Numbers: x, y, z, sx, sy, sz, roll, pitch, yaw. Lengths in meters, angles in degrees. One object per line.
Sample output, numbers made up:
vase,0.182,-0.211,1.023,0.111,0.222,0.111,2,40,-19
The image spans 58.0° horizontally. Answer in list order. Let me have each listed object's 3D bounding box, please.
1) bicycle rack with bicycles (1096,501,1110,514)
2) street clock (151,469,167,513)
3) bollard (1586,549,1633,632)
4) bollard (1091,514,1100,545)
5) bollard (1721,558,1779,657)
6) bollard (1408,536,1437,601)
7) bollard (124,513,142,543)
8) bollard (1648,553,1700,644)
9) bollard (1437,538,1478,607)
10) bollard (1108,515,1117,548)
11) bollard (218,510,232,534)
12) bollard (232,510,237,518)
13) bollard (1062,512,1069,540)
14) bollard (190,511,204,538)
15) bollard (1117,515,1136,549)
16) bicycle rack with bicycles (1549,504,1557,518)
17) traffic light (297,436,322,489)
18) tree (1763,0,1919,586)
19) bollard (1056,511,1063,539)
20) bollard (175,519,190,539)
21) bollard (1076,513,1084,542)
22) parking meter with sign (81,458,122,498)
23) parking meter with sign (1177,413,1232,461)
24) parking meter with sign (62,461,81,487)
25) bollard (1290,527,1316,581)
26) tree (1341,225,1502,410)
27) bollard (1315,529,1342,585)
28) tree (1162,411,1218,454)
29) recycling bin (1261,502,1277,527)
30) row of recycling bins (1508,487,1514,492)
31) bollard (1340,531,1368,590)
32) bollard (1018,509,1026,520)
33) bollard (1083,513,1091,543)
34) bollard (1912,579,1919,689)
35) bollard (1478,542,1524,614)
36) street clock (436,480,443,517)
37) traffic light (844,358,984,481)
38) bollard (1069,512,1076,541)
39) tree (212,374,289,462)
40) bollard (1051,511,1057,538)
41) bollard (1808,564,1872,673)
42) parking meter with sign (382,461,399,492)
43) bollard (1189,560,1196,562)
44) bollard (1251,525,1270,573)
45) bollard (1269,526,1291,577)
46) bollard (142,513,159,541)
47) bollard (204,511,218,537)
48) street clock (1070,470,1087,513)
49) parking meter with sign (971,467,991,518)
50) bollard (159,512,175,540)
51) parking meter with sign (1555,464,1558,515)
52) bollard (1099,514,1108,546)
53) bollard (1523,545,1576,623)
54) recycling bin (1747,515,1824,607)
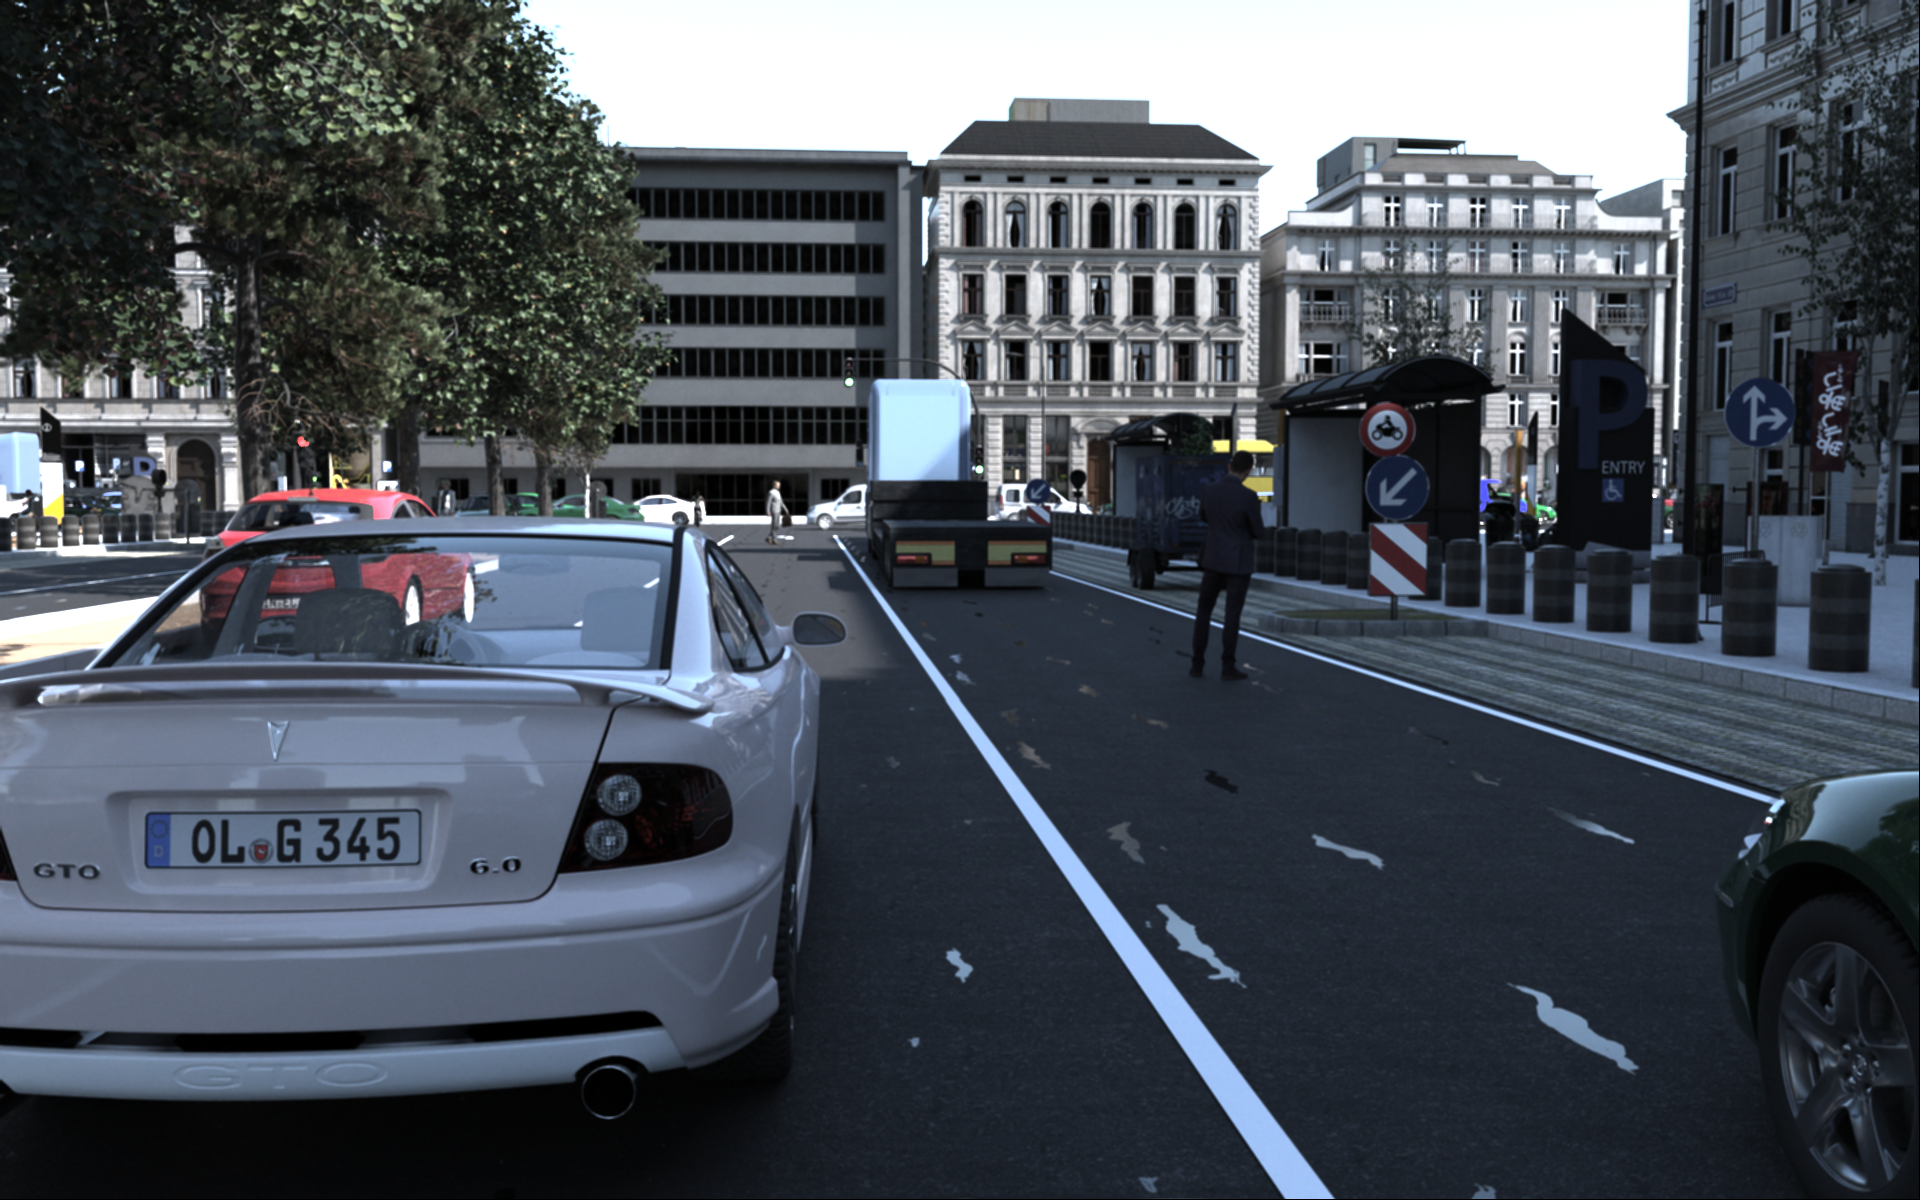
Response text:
bicycle rack with bicycles,8.853,-4.907,93.609,2.925,0.926,2.852,-3,4,-36
street clock,-23.195,-2.791,50.202,0.358,2.002,0.471,0,4,1
bollard,6.086,-0.092,16.229,0.404,0.777,0.398,0,3,0
bollard,3.609,-1.783,43.873,0.404,0.777,0.398,0,3,0
bollard,6.303,0.055,13.824,0.404,0.777,0.398,0,3,0
bollard,5.652,-0.386,21.036,0.404,0.777,0.398,0,3,0
bollard,-22.032,-1.906,45.875,0.404,0.777,0.398,0,3,0
bollard,6.196,-0.019,15.023,0.404,0.777,0.398,0,3,0
bollard,5.761,-0.313,19.833,0.404,0.777,0.398,0,3,0
bollard,3.826,-1.635,41.456,0.404,0.777,0.398,0,3,0
bollard,-22.679,-2.347,53.085,0.404,0.777,0.398,0,3,0
bollard,-22.788,-2.420,54.281,0.404,0.777,0.398,0,3,0
bollard,3.172,-2.078,48.697,0.404,0.777,0.398,0,3,0
bollard,-22.464,-2.199,50.669,0.404,0.777,0.398,0,3,0
bollard,3.932,-1.562,40.257,0.404,0.777,0.398,0,3,0
bicycle rack with bicycles,32.113,-4.826,92.279,2.852,0.926,2.925,-1,4,-19
traffic light,-21.288,-4.132,56.484,0.839,4.253,0.868,0,4,-5
tree,13.157,-4.514,24.166,4.360,8.622,3.978,0,3,0
bollard,3.066,-2.152,49.907,0.404,0.777,0.398,0,3,0
bollard,-22.356,-2.125,49.465,0.404,0.777,0.398,0,3,0
bollard,3.389,-1.931,46.291,0.404,0.777,0.398,0,3,0
parking meter with sign,-41.016,-5.302,82.950,0.543,3.016,1.738,1,4,23
parking meter with sign,5.559,-2.521,37.477,1.738,3.016,0.543,0,4,8
parking meter with sign,-47.068,-5.822,91.452,1.738,3.016,0.543,2,4,23
bollard,5.220,-0.680,25.839,0.404,0.777,0.398,0,3,0
tree,12.804,-5.997,48.407,4.360,8.622,3.978,0,3,0
bollard,5.336,-0.606,24.627,0.404,0.777,0.398,0,3,0
tree,5.584,-2.790,40.225,1.663,3.219,1.824,0,3,0
recycling bin,9.382,-2.514,53.657,0.722,1.027,0.722,0,4,-5
row of recycling bins,30.898,-5.555,97.936,1.069,1.692,3.534,2,4,24
bollard,5.440,-0.533,23.430,0.404,0.777,0.398,0,3,0
bollard,2.206,-2.739,59.504,0.404,0.777,0.398,0,3,0
bollard,3.499,-1.857,45.080,0.404,0.777,0.398,0,3,0
bollard,6.515,0.202,11.420,0.404,0.777,0.398,0,3,0
bollard,5.870,-0.239,18.622,0.404,0.777,0.398,0,3,0
street clock,-25.917,-5.002,86.358,0.358,2.002,0.471,-2,4,-35
traffic light,-1.491,-5.105,58.127,4.771,5.953,1.251,0,4,-5
bollard,3.281,-2.005,47.499,0.404,0.777,0.398,0,3,0
tree,-37.356,-8.665,92.029,4.360,8.622,3.978,0,3,0
bollard,2.961,-2.226,51.104,0.404,0.777,0.398,0,3,0
bollard,6.410,0.128,12.617,0.404,0.777,0.398,0,3,0
parking meter with sign,-29.995,-5.868,92.210,1.738,3.016,0.543,3,4,36
bollard,4.470,-1.195,34.262,0.404,0.777,0.398,0,3,0
bollard,5.007,-0.827,28.237,0.404,0.777,0.398,0,3,0
bollard,5.115,-0.754,27.040,0.404,0.777,0.398,0,3,0
bollard,-22.142,-1.979,47.072,0.404,0.777,0.398,0,3,0
bollard,-22.571,-2.272,51.867,0.404,0.777,0.398,0,3,0
street clock,3.523,-2.883,51.700,0.471,2.002,0.358,1,4,16
parking meter with sign,1.185,-5.969,93.858,0.543,3.016,1.738,-1,4,-22
bollard,-22.249,-2.052,48.269,0.404,0.777,0.398,0,3,0
parking meter with sign,35.767,-6.428,101.365,1.738,3.016,0.543,2,4,33
bollard,3.715,-1.709,42.663,0.404,0.777,0.398,0,3,0
bollard,5.977,-0.166,17.425,0.404,0.777,0.398,0,3,0
recycling bin,9.560,-0.460,20.078,0.722,1.027,0.722,2,4,33
